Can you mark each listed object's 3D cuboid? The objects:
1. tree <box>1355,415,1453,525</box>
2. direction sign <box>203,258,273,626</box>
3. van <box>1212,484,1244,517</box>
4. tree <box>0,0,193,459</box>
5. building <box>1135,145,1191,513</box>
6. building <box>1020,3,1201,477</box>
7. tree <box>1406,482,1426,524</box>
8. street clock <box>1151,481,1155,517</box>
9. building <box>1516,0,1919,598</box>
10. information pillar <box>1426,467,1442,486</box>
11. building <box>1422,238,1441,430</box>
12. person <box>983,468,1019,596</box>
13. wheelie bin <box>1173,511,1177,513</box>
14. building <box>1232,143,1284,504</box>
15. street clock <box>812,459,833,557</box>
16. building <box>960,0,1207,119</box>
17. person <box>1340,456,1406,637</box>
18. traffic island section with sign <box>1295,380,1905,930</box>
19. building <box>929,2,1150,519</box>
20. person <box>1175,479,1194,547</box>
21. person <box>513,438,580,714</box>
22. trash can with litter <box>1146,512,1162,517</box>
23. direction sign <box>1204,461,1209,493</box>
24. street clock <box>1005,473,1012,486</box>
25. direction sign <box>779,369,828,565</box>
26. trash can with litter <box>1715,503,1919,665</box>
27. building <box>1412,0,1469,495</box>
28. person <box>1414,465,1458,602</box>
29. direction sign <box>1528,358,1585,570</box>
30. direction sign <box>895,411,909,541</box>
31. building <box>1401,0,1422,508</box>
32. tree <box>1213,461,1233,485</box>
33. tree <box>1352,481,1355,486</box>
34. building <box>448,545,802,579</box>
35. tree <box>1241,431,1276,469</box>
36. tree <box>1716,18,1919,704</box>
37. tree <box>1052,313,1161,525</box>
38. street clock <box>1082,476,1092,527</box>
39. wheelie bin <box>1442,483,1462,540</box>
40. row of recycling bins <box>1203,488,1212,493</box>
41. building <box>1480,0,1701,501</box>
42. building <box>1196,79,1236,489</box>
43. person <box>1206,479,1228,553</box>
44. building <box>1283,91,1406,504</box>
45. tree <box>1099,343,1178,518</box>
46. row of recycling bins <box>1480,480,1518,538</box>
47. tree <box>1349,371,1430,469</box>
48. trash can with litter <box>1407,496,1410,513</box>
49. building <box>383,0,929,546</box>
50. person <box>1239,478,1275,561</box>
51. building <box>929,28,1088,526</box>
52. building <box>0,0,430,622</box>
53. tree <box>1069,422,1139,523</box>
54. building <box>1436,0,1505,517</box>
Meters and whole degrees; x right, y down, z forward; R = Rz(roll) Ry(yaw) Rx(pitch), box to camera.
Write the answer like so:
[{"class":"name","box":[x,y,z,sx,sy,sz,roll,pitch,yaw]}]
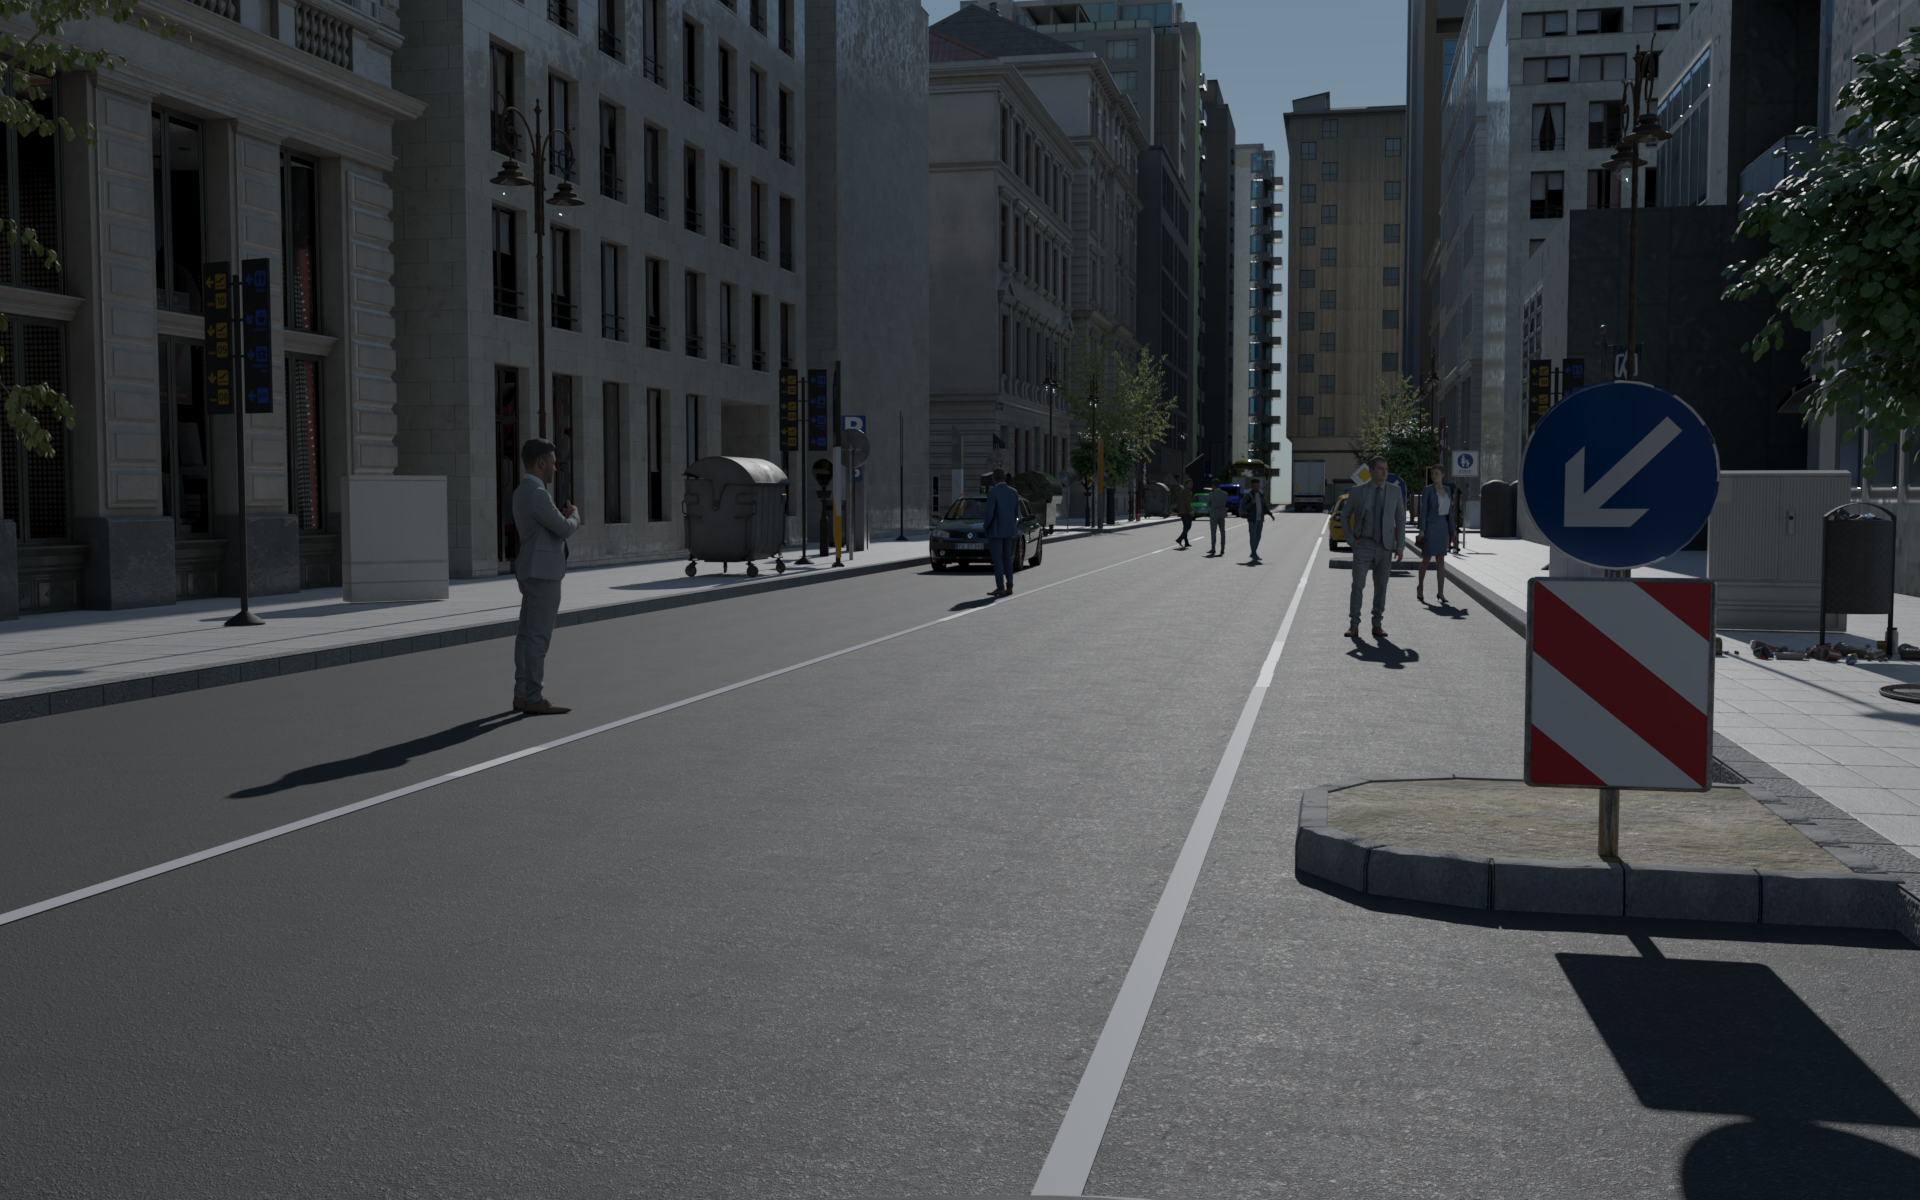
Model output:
[{"class":"tree","box":[18.680,-5.372,71.547,4.285,4.588,4.351,0,3,0]},{"class":"direction sign","box":[-7.014,-1.522,16.881,0.876,3.537,0.379,2,4,26]},{"class":"van","box":[16.733,-6.365,108.448,2.240,2.365,5.245,1,4,13]},{"class":"tree","box":[-6.901,-3.672,10.396,4.737,8.622,4.395,0,3,0]},{"class":"building","box":[8.607,-20.318,125.700,14.314,27.812,24.014,1,4,12]},{"class":"building","box":[12.704,-28.351,147.138,14.154,41.232,14.086,1,4,12]},{"class":"tree","box":[19.735,-4.915,74.966,1.663,3.219,1.824,0,3,0]},{"class":"street clock","box":[10.926,-5.731,98.269,0.358,2.002,0.471,0,4,5]},{"class":"building","box":[23.634,-43.859,29.760,22.319,86.520,31.000,1,4,12]},{"class":"information pillar","box":[12.661,-2.557,46.301,0.304,2.012,0.304,-3,5,-39]},{"class":"building","box":[39.333,-17.578,123.559,11.583,22.565,21.152,1,4,12]},{"class":"person","box":[0.593,-0.969,24.518,0.419,1.800,0.721,3,5,41]},{"class":"wheelie bin","box":[14.604,-6.713,117.658,0.980,1.594,0.693,1,4,23]},{"class":"building","box":[28.536,-37.734,236.559,30.456,49.044,23.786,1,4,12]},{"class":"street clock","box":[-2.791,-1.896,35.563,0.471,2.002,0.358,0,4,-1]},{"class":"building","box":[12.380,-33.692,170.473,23.786,49.044,30.456,1,4,12]},{"class":"person","box":[4.174,-0.545,17.508,0.635,1.810,0.391,0,4,-2]},{"class":"traffic island section with sign","box":[2.352,0.111,6.821,1.989,1.847,2.006,1,4,12]},{"class":"building","box":[2.984,-19.229,101.782,14.401,28.519,23.554,1,4,12]},{"class":"person","box":[6.119,-2.351,46.852,0.656,1.842,0.836,3,5,40]},{"class":"person","box":[-2.714,-0.168,11.422,0.466,1.800,0.511,-3,5,-39]},{"class":"trash can with litter","box":[10.800,-5.215,96.645,1.055,1.170,0.624,2,4,24]},{"class":"direction sign","box":[16.767,-7.766,118.963,0.379,3.537,0.876,-3,5,-42]},{"class":"street clock","box":[1.432,-3.157,56.181,0.471,2.002,0.358,-2,4,-34]},{"class":"direction sign","box":[-2.844,-2.416,31.505,0.876,3.537,0.379,0,4,3]},{"class":"trash can with litter","box":[6.679,-0.165,13.761,2.233,1.210,1.678,1,4,8]},{"class":"building","box":[46.419,-30.493,148.669,14.600,45.320,14.200,1,4,12]},{"class":"person","box":[6.348,-0.894,23.148,0.581,1.822,0.654,0,4,-4]},{"class":"direction sign","box":[9.996,-2.269,29.102,0.876,3.537,0.379,2,4,30]},{"class":"direction sign","box":[-1.608,-3.410,47.756,0.379,3.537,0.876,0,4,1]},{"class":"building","box":[54.006,-38.305,168.279,21.231,58.520,28.212,1,4,12]},{"class":"tree","box":[26.480,-11.356,169.380,4.285,4.588,4.351,0,3,0]},{"class":"tree","box":[21.155,-5.923,80.548,4.285,4.588,4.351,0,3,0]},{"class":"building","box":[-10.596,-11.005,34.680,10.420,20.320,16.860,1,4,12]},{"class":"tree","box":[34.375,-15.271,200.047,4.360,8.622,3.978,0,3,0]},{"class":"tree","box":[6.521,-1.653,10.748,4.285,4.588,4.351,0,3,0]},{"class":"tree","box":[5.806,-7.376,70.955,4.737,8.622,4.395,0,3,0]},{"class":"street clock","box":[5.039,-3.902,68.368,0.471,2.002,0.358,0,3,0]},{"class":"wheelie bin","box":[13.474,-2.473,48.348,0.980,1.594,0.693,-1,4,-11]},{"class":"row of recycling bins","box":[17.653,-7.127,123.643,1.069,1.692,3.534,1,4,15]},{"class":"building","box":[29.732,-13.038,67.929,16.860,20.320,10.420,1,4,12]},{"class":"building","box":[20.712,-35.366,201.933,21.600,48.544,21.300,1,4,12]},{"class":"person","box":[6.213,-2.037,41.989,0.511,1.800,0.466,-2,4,-28]},{"class":"building","box":[57.696,-39.402,233.460,27.495,52.752,28.713,1,4,12]},{"class":"tree","box":[8.613,-8.252,85.279,4.360,8.622,3.978,0,3,0]},{"class":"row of recycling bins","box":[17.122,-2.734,51.812,3.534,1.692,1.069,-2,4,-25]},{"class":"tree","box":[25.686,-9.318,102.713,4.360,8.622,3.978,0,3,0]},{"class":"trash can with litter","box":[30.418,-6.416,116.280,0.624,1.170,1.055,3,4,36]},{"class":"building","box":[-10.315,-12.065,52.021,16.860,20.320,10.420,1,4,12]},{"class":"person","box":[6.370,-1.745,37.385,0.623,1.781,0.721,-3,5,-41]},{"class":"building","box":[-1.366,-14.900,79.779,11.583,22.565,21.152,1,4,12]},{"class":"building","box":[-14.648,-11.460,16.243,11.050,23.489,19.941,1,4,12]},{"class":"tree","box":[6.295,-5.665,76.341,4.285,4.588,4.351,0,3,0]},{"class":"building","box":[33.749,-19.635,98.528,11.434,29.767,29.804,1,4,12]}]
